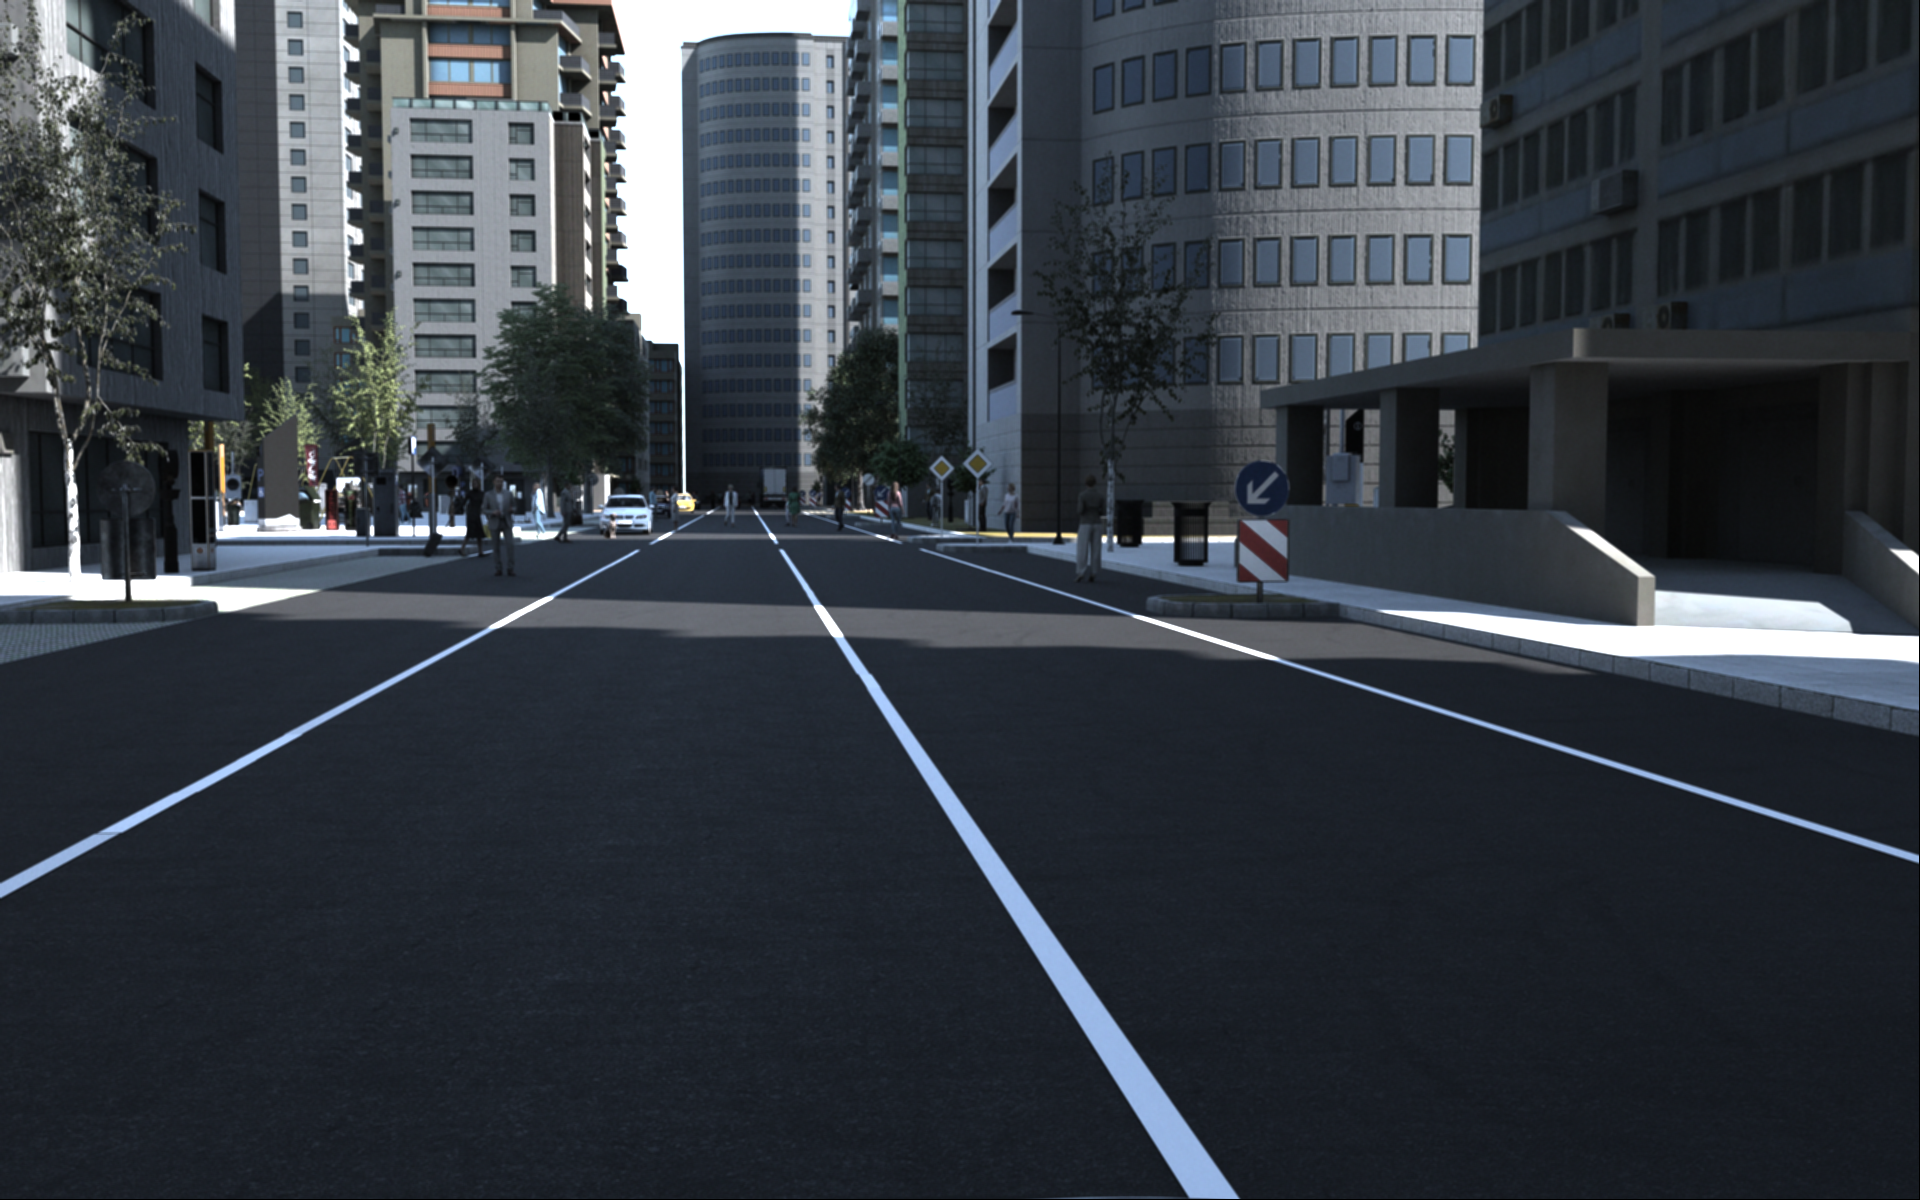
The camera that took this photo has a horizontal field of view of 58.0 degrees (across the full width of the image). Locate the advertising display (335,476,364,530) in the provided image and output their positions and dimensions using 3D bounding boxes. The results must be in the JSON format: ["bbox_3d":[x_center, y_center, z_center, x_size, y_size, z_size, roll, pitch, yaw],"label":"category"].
[{"bbox_3d":[-22.007,-3.500,62.445,0.974,1.923,0.123,0,4,2],"label":"advertising display"}]

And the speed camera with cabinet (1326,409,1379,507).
[{"bbox_3d":[9.295,-2.725,38.893,2.038,3.252,0.660,1,4,23],"label":"speed camera with cabinet"}]

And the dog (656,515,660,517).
[{"bbox_3d":[-19.016,-5.647,109.159,0.513,0.831,0.800,0,4,2],"label":"dog"}]

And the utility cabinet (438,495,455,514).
[{"bbox_3d":[-33.403,-6.213,112.738,0.306,1.237,1.020,3,5,44],"label":"utility cabinet"}]

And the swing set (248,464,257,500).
[{"bbox_3d":[-35.386,-5.664,90.227,2.862,2.851,3.119,3,5,40],"label":"swing set"}]

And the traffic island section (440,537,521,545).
[{"bbox_3d":[-13.840,-1.704,50.137,2.009,0.180,2.903,0,4,-7],"label":"traffic island section"}]

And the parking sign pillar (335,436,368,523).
[{"bbox_3d":[-26.991,-5.406,76.860,1.447,3.967,1.447,0,4,4],"label":"parking sign pillar"}]

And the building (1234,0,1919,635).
[{"bbox_3d":[21.671,-20.336,24.371,32.217,40.220,23.993,0,4,-7],"label":"building"}]

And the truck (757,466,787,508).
[{"bbox_3d":[-19.533,-11.714,180.435,2.839,4.237,11.283,-1,4,-9],"label":"truck"}]

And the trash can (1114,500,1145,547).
[{"bbox_3d":[4.110,-1.856,41.998,0.748,1.137,0.748,0,3,0],"label":"trash can"}]

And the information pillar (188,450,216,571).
[{"bbox_3d":[-12.675,-1.497,28.974,0.304,2.012,0.304,0,4,-2],"label":"information pillar"}]

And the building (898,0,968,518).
[{"bbox_3d":[3.227,-25.538,101.142,14.154,41.232,14.086,0,4,-7],"label":"building"}]

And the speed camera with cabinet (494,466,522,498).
[{"bbox_3d":[-32.122,-7.876,123.102,0.660,3.252,2.038,2,4,34],"label":"speed camera with cabinet"}]

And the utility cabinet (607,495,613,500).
[{"bbox_3d":[-24.612,-6.775,121.932,0.306,1.237,1.020,-1,4,-22],"label":"utility cabinet"}]

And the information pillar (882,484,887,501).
[{"bbox_3d":[-4.591,-6.144,104.939,0.304,2.012,0.304,2,4,24],"label":"information pillar"}]

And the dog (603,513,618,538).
[{"bbox_3d":[-11.349,-2.421,56.421,0.513,0.831,0.800,0,4,-4],"label":"dog"}]

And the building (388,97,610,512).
[{"bbox_3d":[-34.186,-21.935,130.331,14.160,30.474,14.107,0,4,-7],"label":"building"}]

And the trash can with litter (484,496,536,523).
[{"bbox_3d":[-19.899,-4.015,76.698,2.233,1.210,1.678,-1,4,-9],"label":"trash can with litter"}]

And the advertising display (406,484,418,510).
[{"bbox_3d":[-35.397,-6.527,111.929,0.123,1.923,0.974,1,4,21],"label":"advertising display"}]

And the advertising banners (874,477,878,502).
[{"bbox_3d":[-5.056,-6.603,104.147,0.090,3.025,2.074,0,4,-8],"label":"advertising banners"}]

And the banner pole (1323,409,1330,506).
[{"bbox_3d":[9.135,-3.256,43.256,0.401,3.779,0.863,2,4,24],"label":"banner pole"}]

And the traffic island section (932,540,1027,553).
[{"bbox_3d":[0.488,-1.320,43.867,2.009,0.180,2.903,0,4,-7],"label":"traffic island section"}]

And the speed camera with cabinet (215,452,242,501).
[{"bbox_3d":[-34.387,-5.250,80.176,2.038,3.252,0.660,-1,4,-20],"label":"speed camera with cabinet"}]

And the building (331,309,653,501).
[{"bbox_3d":[-48.388,-20.726,183.913,28.899,21.520,27.650,0,4,-7],"label":"building"}]

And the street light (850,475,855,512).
[{"bbox_3d":[-8.409,-9.412,126.422,1.470,5.913,1.316,0,4,-7],"label":"street light"}]

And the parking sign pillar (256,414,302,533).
[{"bbox_3d":[-22.927,-4.265,58.209,1.447,3.967,1.447,2,4,35],"label":"parking sign pillar"}]

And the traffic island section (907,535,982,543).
[{"bbox_3d":[-0.501,-1.805,51.791,2.009,0.180,2.903,0,4,-7],"label":"traffic island section"}]

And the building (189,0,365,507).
[{"bbox_3d":[-73.396,-45.544,182.894,20.611,71.187,20.563,0,4,-7],"label":"building"}]

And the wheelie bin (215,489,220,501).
[{"bbox_3d":[-46.453,-6.101,107.659,0.693,1.594,0.980,2,4,34],"label":"wheelie bin"}]

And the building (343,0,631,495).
[{"bbox_3d":[-40.534,-30.342,150.719,22.147,44.769,28.867,0,4,-7],"label":"building"}]

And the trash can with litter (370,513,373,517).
[{"bbox_3d":[-33.344,-5.359,98.673,1.678,1.210,2.233,-1,4,-20],"label":"trash can with litter"}]

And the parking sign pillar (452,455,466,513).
[{"bbox_3d":[-34.812,-8.068,120.386,1.447,3.967,1.447,-3,4,-39],"label":"parking sign pillar"}]

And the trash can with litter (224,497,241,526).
[{"bbox_3d":[-29.694,-3.594,70.152,1.055,1.170,0.624,-2,4,-30],"label":"trash can with litter"}]

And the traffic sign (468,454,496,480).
[{"bbox_3d":[-13.817,-2.929,50.073,0.795,2.593,0.064,0,4,-7],"label":"traffic sign"}]

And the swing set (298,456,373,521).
[{"bbox_3d":[-26.109,-4.621,73.173,2.862,2.851,3.119,-2,4,-34],"label":"swing set"}]

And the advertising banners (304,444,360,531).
[{"bbox_3d":[-21.948,-3.936,60.533,2.074,3.025,0.090,1,4,12],"label":"advertising banners"}]

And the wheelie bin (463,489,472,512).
[{"bbox_3d":[-33.043,-6.661,116.821,0.980,1.594,0.693,0,4,-1],"label":"wheelie bin"}]

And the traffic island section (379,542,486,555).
[{"bbox_3d":[-12.851,-1.219,42.213,2.009,0.180,2.903,0,4,-7],"label":"traffic island section"}]

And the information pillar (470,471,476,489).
[{"bbox_3d":[-34.597,-8.058,123.102,0.504,3.616,0.183,2,4,34],"label":"information pillar"}]

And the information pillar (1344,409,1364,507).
[{"bbox_3d":[10.398,-3.319,45.620,0.504,3.616,0.183,2,4,24],"label":"information pillar"}]

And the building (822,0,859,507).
[{"bbox_3d":[-3.062,-53.379,185.425,22.319,86.520,31.000,0,4,-7],"label":"building"}]

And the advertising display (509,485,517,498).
[{"bbox_3d":[-30.892,-7.010,119.820,0.123,1.923,0.974,-3,5,-40],"label":"advertising display"}]

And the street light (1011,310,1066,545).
[{"bbox_3d":[1.982,-4.366,43.927,1.470,5.913,1.316,0,4,-7],"label":"street light"}]

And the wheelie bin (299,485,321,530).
[{"bbox_3d":[-23.416,-3.321,62.214,0.693,1.594,0.980,0,4,5],"label":"wheelie bin"}]

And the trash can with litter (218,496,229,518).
[{"bbox_3d":[-39.357,-4.921,91.508,2.233,1.210,1.678,-2,4,-28],"label":"trash can with litter"}]

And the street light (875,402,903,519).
[{"bbox_3d":[-3.590,-7.053,87.850,1.470,5.913,1.316,0,4,-7],"label":"street light"}]

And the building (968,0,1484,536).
[{"bbox_3d":[15.377,-31.825,62.341,28.212,58.520,21.231,0,4,-7],"label":"building"}]

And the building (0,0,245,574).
[{"bbox_3d":[-22.061,-15.948,32.449,14.107,30.474,14.160,0,4,-7],"label":"building"}]

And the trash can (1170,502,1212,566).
[{"bbox_3d":[4.137,-1.184,31.012,0.748,1.137,0.748,0,3,0],"label":"trash can"}]
